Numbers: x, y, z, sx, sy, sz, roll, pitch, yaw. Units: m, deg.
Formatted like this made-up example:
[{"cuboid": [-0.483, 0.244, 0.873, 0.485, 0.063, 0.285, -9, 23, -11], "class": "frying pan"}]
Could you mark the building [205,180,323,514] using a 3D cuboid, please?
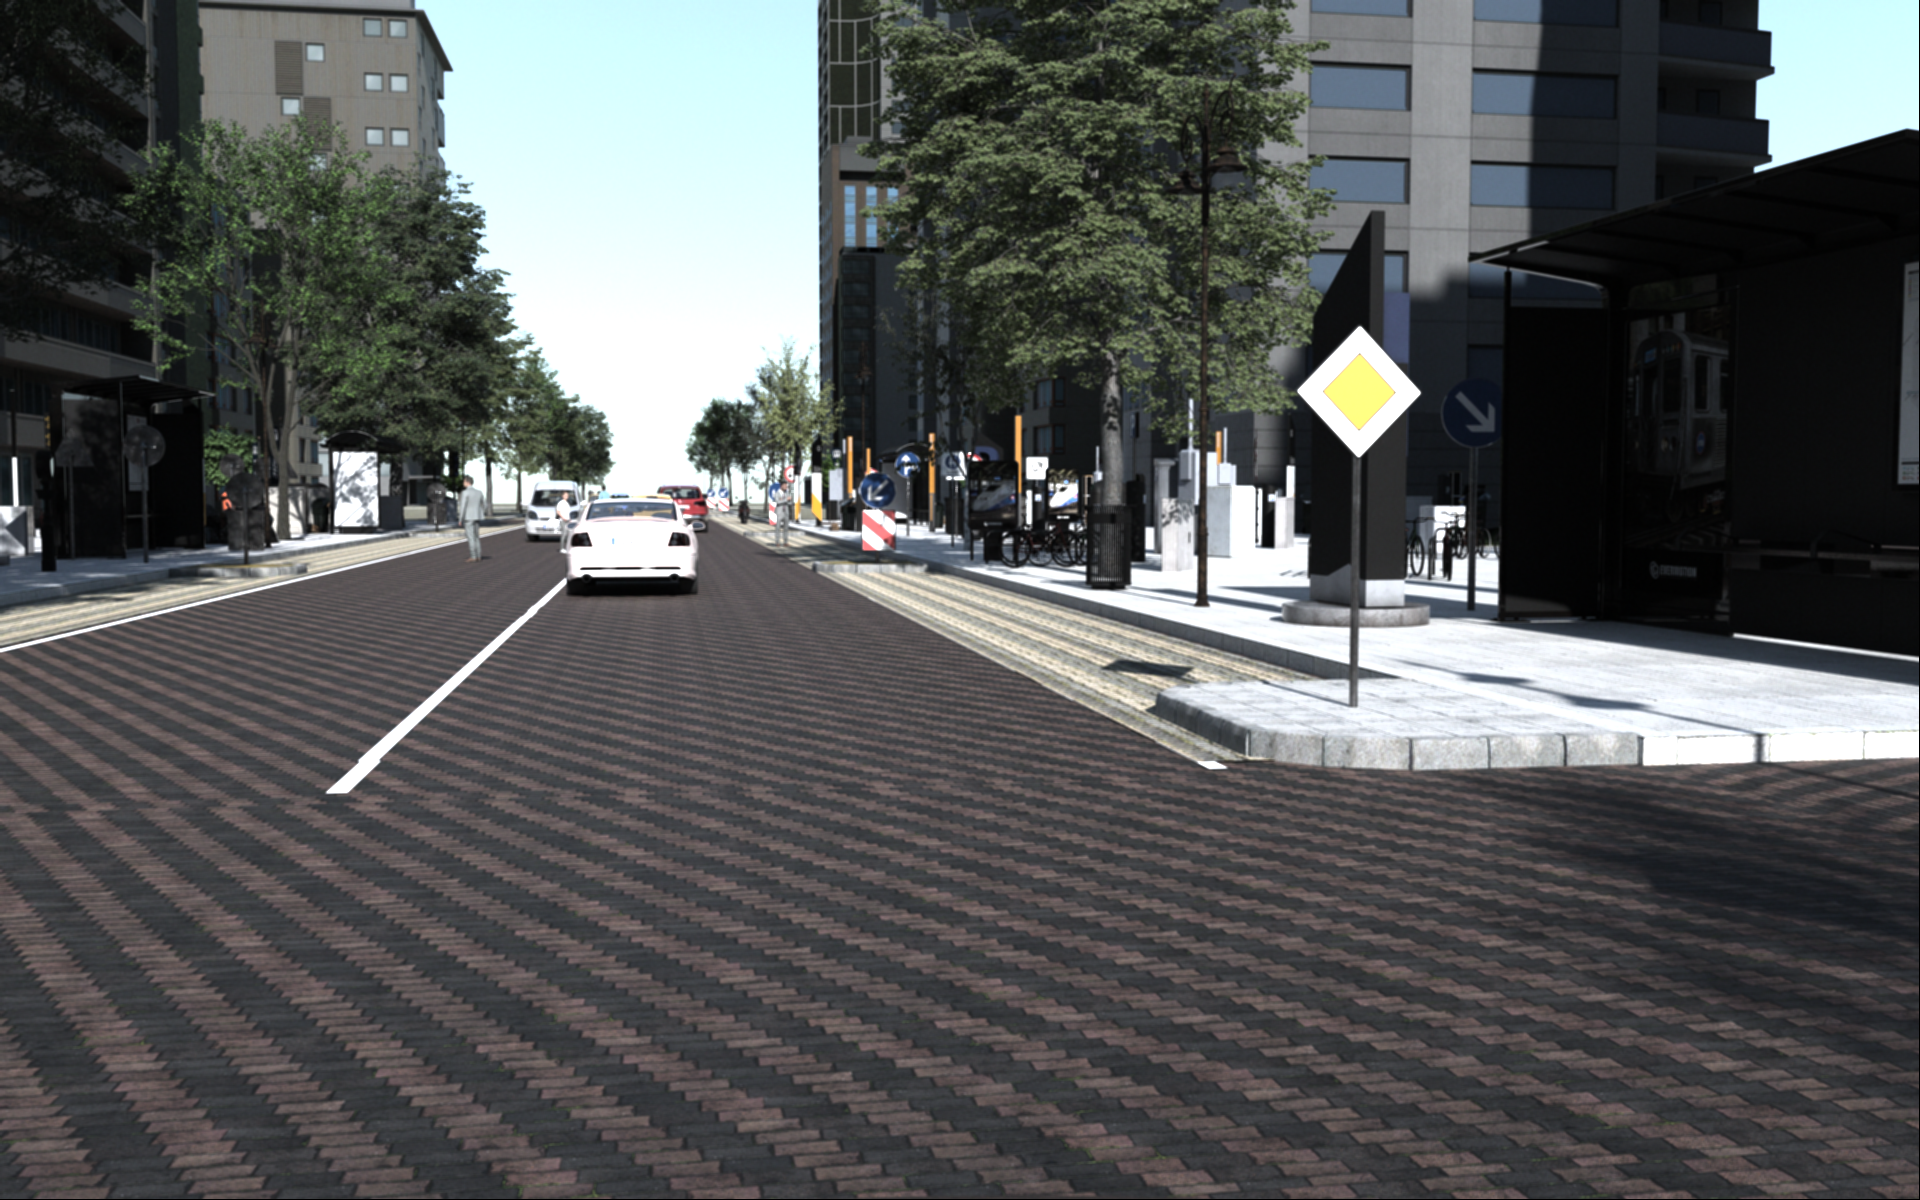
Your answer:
[{"cuboid": [-56.344, -15.942, 105.692, 27.650, 21.520, 28.899, -1, 4, -10], "class": "building"}]

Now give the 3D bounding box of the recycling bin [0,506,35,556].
[{"cuboid": [-19.806, -1.444, 36.166, 0.722, 1.027, 0.722, -1, 4, -17], "class": "recycling bin"}]

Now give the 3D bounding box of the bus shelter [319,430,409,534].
[{"cuboid": [-19.749, -3.899, 57.680, 2.014, 3.302, 5.546, -1, 4, -10], "class": "bus shelter"}]

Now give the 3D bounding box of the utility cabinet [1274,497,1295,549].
[{"cuboid": [7.640, -1.813, 40.809, 0.306, 1.237, 1.020, 1, 4, 21], "class": "utility cabinet"}]

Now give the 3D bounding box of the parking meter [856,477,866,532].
[{"cuboid": [-3.327, -3.234, 58.590, 0.399, 1.863, 0.255, 0, 4, 0], "class": "parking meter"}]

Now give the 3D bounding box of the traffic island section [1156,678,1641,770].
[{"cuboid": [2.389, 0.724, 10.451, 2.009, 0.180, 2.903, -1, 4, -10], "class": "traffic island section"}]

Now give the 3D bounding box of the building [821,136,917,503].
[{"cuboid": [-9.816, -34.713, 217.664, 14.600, 45.320, 14.200, -1, 4, -10], "class": "building"}]

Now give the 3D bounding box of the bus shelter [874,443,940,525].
[{"cuboid": [-2.197, -4.739, 71.407, 2.014, 3.302, 5.546, -1, 4, -10], "class": "bus shelter"}]

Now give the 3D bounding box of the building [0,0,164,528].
[{"cuboid": [-45.011, -27.030, 65.650, 21.300, 48.544, 21.600, -1, 4, -10], "class": "building"}]

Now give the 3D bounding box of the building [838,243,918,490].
[{"cuboid": [-7.499, -26.437, 203.950, 14.160, 30.474, 14.107, -1, 4, -10], "class": "building"}]

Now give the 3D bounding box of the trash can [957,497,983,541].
[{"cuboid": [0.355, -2.216, 47.883, 0.748, 1.137, 0.748, 0, 3, 0], "class": "trash can"}]

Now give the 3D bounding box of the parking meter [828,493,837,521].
[{"cuboid": [-6.175, -4.777, 83.814, 0.399, 1.863, 0.255, 2, 4, 33], "class": "parking meter"}]

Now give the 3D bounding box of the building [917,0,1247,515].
[{"cuboid": [7.207, -36.246, 134.621, 21.231, 58.520, 28.212, -1, 4, -10], "class": "building"}]

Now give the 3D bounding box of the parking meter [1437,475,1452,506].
[{"cuboid": [14.579, -2.839, 52.134, 0.399, 1.863, 0.255, -3, 5, -39], "class": "parking meter"}]

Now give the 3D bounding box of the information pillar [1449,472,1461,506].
[{"cuboid": [16.184, -3.192, 56.685, 0.304, 2.012, 0.304, -1, 4, -11], "class": "information pillar"}]

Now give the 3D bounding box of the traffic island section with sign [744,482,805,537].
[{"cuboid": [-6.358, -3.084, 59.057, 1.989, 1.847, 2.006, -1, 4, -10], "class": "traffic island section with sign"}]

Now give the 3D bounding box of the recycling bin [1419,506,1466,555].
[{"cuboid": [10.210, -1.475, 36.664, 0.722, 1.027, 0.722, -1, 4, -12], "class": "recycling bin"}]

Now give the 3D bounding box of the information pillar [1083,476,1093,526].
[{"cuboid": [5.080, -3.941, 68.924, 0.304, 2.012, 0.304, -1, 4, -20], "class": "information pillar"}]

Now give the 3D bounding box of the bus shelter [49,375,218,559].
[{"cuboid": [-17.550, -2.804, 37.133, 1.731, 3.624, 6.357, -1, 4, -10], "class": "bus shelter"}]

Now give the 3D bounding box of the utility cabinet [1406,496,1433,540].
[{"cuboid": [12.641, -2.274, 48.343, 1.020, 1.237, 0.306, -1, 4, -11], "class": "utility cabinet"}]

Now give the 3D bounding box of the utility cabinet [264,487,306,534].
[{"cuboid": [-21.450, -2.835, 55.028, 1.173, 1.500, 0.318, 0, 4, -1], "class": "utility cabinet"}]

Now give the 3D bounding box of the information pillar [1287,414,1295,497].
[{"cuboid": [9.709, -3.639, 50.852, 0.183, 3.616, 0.504, 2, 4, 30], "class": "information pillar"}]

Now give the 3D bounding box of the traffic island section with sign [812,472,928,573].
[{"cuboid": [-1.727, -1.446, 32.278, 1.989, 1.847, 2.006, -1, 4, -10], "class": "traffic island section with sign"}]

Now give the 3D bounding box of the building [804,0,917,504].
[{"cuboid": [-10.196, -48.697, 234.440, 20.563, 71.187, 20.611, -1, 4, -10], "class": "building"}]

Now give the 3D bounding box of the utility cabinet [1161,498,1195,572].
[{"cuboid": [3.651, -1.088, 28.951, 0.306, 1.237, 1.020, 2, 4, 23], "class": "utility cabinet"}]

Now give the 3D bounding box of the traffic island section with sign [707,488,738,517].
[{"cuboid": [-14.960, -6.119, 108.673, 1.989, 1.847, 2.006, -1, 4, -10], "class": "traffic island section with sign"}]

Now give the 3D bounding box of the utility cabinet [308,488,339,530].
[{"cuboid": [-22.500, -3.219, 61.313, 0.318, 1.500, 1.173, 2, 4, 31], "class": "utility cabinet"}]

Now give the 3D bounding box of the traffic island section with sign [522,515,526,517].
[{"cuboid": [-25.926, -6.007, 106.840, 1.989, 1.847, 2.006, -1, 4, -10], "class": "traffic island section with sign"}]

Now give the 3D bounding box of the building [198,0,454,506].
[{"cuboid": [-70.295, -36.522, 186.368, 28.713, 52.752, 27.495, -1, 4, -10], "class": "building"}]

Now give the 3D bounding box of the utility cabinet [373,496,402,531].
[{"cuboid": [-20.289, -3.063, 61.248, 1.020, 1.237, 0.306, -2, 4, -35], "class": "utility cabinet"}]

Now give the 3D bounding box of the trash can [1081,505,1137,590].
[{"cuboid": [2.001, -0.713, 23.308, 0.748, 1.137, 0.748, 0, 3, 0], "class": "trash can"}]

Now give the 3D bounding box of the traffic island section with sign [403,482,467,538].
[{"cuboid": [-17.402, -2.998, 57.642, 1.989, 1.847, 2.006, -1, 4, -10], "class": "traffic island section with sign"}]

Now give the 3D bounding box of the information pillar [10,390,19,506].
[{"cuboid": [-21.463, -2.936, 39.352, 0.183, 3.616, 0.504, -2, 4, -26], "class": "information pillar"}]

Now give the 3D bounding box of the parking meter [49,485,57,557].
[{"cuboid": [-18.420, -1.820, 35.471, 0.399, 1.863, 0.255, 1, 4, 20], "class": "parking meter"}]

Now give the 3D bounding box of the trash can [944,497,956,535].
[{"cuboid": [-0.165, -2.629, 54.642, 0.748, 1.137, 0.748, 0, 3, 0], "class": "trash can"}]

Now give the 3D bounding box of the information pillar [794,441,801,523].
[{"cuboid": [-7.144, -5.193, 76.254, 0.183, 3.616, 0.504, 1, 4, 13], "class": "information pillar"}]

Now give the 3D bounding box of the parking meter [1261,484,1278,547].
[{"cuboid": [7.479, -2.046, 41.863, 0.372, 1.533, 0.369, 0, 3, 0], "class": "parking meter"}]

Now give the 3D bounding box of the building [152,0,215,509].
[{"cuboid": [-46.278, -24.554, 85.057, 14.154, 41.232, 14.086, -1, 4, -10], "class": "building"}]

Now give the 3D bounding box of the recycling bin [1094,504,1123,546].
[{"cuboid": [3.681, -1.791, 41.834, 0.722, 1.027, 0.722, -1, 4, -19], "class": "recycling bin"}]

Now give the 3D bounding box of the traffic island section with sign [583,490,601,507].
[{"cuboid": [-40.071, -10.998, 188.445, 1.989, 1.847, 2.006, -1, 4, -10], "class": "traffic island section with sign"}]

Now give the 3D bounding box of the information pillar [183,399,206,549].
[{"cuboid": [-17.936, -3.009, 40.556, 0.504, 3.616, 0.183, 1, 4, 11], "class": "information pillar"}]

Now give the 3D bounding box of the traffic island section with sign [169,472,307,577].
[{"cuboid": [-12.748, -1.353, 30.756, 1.989, 1.847, 2.006, -1, 4, -10], "class": "traffic island section with sign"}]

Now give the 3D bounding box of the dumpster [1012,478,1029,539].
[{"cuboid": [1.248, -2.729, 50.370, 1.264, 1.857, 1.865, -1, 4, -10], "class": "dumpster"}]

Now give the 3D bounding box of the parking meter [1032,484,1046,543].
[{"cuboid": [2.061, -2.252, 45.224, 0.372, 1.533, 0.369, 0, 3, 0], "class": "parking meter"}]

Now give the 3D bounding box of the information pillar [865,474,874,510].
[{"cuboid": [-3.276, -3.521, 62.063, 0.304, 2.012, 0.304, -1, 4, -20], "class": "information pillar"}]

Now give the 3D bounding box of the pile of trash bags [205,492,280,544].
[{"cuboid": [-19.494, -2.166, 45.173, 3.447, 1.369, 1.912, 1, 4, 21], "class": "pile of trash bags"}]

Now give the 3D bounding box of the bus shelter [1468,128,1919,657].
[{"cuboid": [6.403, -1.413, 14.386, 1.731, 3.624, 6.357, -1, 4, -10], "class": "bus shelter"}]

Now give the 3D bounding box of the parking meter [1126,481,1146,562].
[{"cuboid": [3.318, -1.487, 32.716, 0.372, 1.533, 0.369, 0, 3, 0], "class": "parking meter"}]

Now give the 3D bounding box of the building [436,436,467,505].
[{"cuboid": [-77.141, -31.790, 211.646, 32.217, 40.220, 23.993, -1, 4, -10], "class": "building"}]

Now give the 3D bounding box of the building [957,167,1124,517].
[{"cuboid": [15.894, -16.090, 108.112, 27.650, 21.520, 28.899, -1, 4, -10], "class": "building"}]

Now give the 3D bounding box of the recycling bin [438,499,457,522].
[{"cuboid": [-23.954, -4.175, 80.815, 0.722, 1.027, 0.722, 1, 4, 18], "class": "recycling bin"}]

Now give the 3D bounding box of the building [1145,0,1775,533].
[{"cuboid": [17.507, -32.310, 70.262, 21.231, 58.520, 28.212, -1, 4, -10], "class": "building"}]

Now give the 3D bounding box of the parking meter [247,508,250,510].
[{"cuboid": [-27.885, -3.618, 67.567, 0.372, 1.533, 0.369, 0, 3, 0], "class": "parking meter"}]
